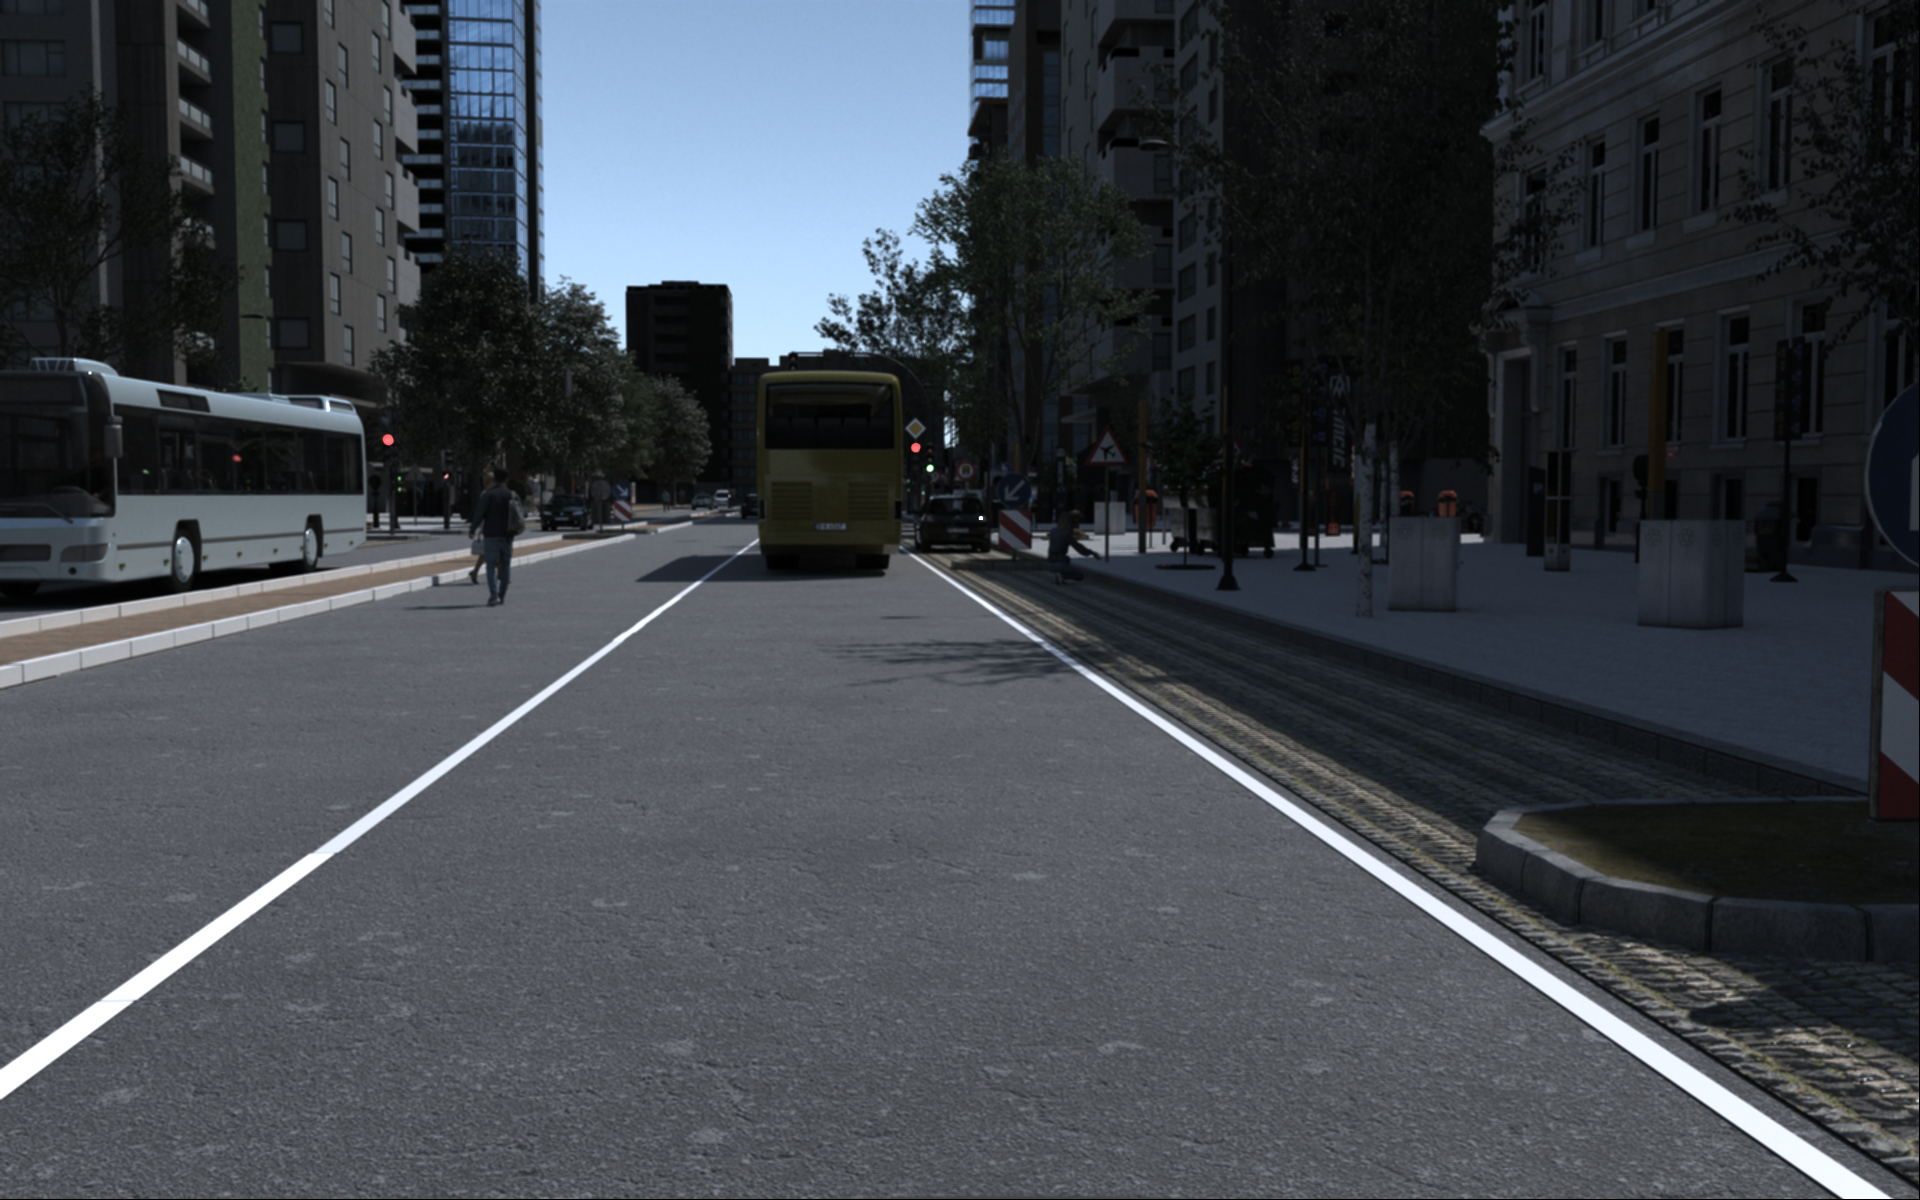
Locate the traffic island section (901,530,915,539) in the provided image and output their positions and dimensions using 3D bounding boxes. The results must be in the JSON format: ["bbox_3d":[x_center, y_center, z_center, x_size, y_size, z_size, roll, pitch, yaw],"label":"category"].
[{"bbox_3d":[-0.979,-2.059,55.953,2.009,0.180,2.903,0,4,-5],"label":"traffic island section"}]

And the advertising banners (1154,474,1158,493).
[{"bbox_3d":[10.048,-5.725,89.798,0.090,3.025,2.074,1,4,21],"label":"advertising banners"}]

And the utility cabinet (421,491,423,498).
[{"bbox_3d":[-40.435,-7.420,129.994,1.173,1.500,0.318,1,4,9],"label":"utility cabinet"}]

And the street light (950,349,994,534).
[{"bbox_3d":[0.380,-5.074,55.495,1.470,5.913,1.316,0,4,-5],"label":"street light"}]

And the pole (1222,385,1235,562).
[{"bbox_3d":[5.042,-2.367,32.539,0.158,3.312,0.155,0,3,0],"label":"pole"}]

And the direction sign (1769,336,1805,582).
[{"bbox_3d":[12.076,-2.036,25.286,0.379,3.537,0.876,0,4,2],"label":"direction sign"}]

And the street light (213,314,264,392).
[{"bbox_3d":[-18.615,-4.413,44.693,1.470,5.913,1.316,0,4,-5],"label":"street light"}]

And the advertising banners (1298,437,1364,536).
[{"bbox_3d":[11.378,-3.469,52.901,2.074,3.025,0.090,-1,4,-15],"label":"advertising banners"}]

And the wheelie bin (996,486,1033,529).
[{"bbox_3d":[1.715,-2.770,53.195,0.980,1.594,0.693,-1,4,-9],"label":"wheelie bin"}]

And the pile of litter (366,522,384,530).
[{"bbox_3d":[-21.565,-2.944,62.093,1.719,0.858,1.176,-1,4,-10],"label":"pile of litter"}]

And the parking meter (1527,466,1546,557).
[{"bbox_3d":[11.863,-1.826,35.559,0.399,1.863,0.255,1,4,14],"label":"parking meter"}]

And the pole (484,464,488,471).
[{"bbox_3d":[-29.891,-7.061,109.286,0.158,3.312,0.155,0,3,0],"label":"pole"}]

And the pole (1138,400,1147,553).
[{"bbox_3d":[3.982,-2.687,37.769,0.158,3.312,0.155,0,3,0],"label":"pole"}]

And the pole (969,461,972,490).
[{"bbox_3d":[0.670,-6.997,108.243,0.158,3.312,0.155,0,3,0],"label":"pole"}]

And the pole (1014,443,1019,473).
[{"bbox_3d":[2.229,-4.581,68.736,0.158,3.312,0.155,0,3,0],"label":"pole"}]

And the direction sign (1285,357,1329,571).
[{"bbox_3d":[5.777,-2.259,28.926,0.379,3.537,0.876,-3,5,-41],"label":"direction sign"}]

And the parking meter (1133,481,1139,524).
[{"bbox_3d":[7.644,-4.206,74.477,0.399,1.863,0.255,2,4,27],"label":"parking meter"}]

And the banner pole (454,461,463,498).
[{"bbox_3d":[-37.528,-8.530,129.488,0.863,3.779,0.401,-3,4,-38],"label":"banner pole"}]

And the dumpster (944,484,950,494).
[{"bbox_3d":[-1.251,-6.351,106.336,1.502,2.255,1.985,0,4,-5],"label":"dumpster"}]

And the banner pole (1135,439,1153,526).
[{"bbox_3d":[7.449,-4.882,69.841,0.863,3.779,0.401,3,5,43],"label":"banner pole"}]

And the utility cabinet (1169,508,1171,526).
[{"bbox_3d":[8.417,-3.626,67.959,0.318,1.500,1.173,0,4,1],"label":"utility cabinet"}]

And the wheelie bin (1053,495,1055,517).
[{"bbox_3d":[5.038,-5.539,98.471,0.693,1.594,0.980,0,4,7],"label":"wheelie bin"}]

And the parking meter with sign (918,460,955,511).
[{"bbox_3d":[-1.185,-5.673,89.008,1.738,3.016,0.543,-1,4,-10],"label":"parking meter with sign"}]

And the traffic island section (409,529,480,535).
[{"bbox_3d":[-18.553,-2.464,62.569,2.009,0.180,2.903,0,4,-5],"label":"traffic island section"}]

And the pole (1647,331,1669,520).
[{"bbox_3d":[8.793,-1.713,21.856,0.158,3.312,0.155,0,3,0],"label":"pole"}]

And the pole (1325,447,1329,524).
[{"bbox_3d":[14.885,-4.671,70.213,0.158,3.312,0.155,0,3,0],"label":"pole"}]

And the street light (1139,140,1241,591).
[{"bbox_3d":[3.049,-3.084,22.973,1.470,5.913,1.316,0,4,-5],"label":"street light"}]

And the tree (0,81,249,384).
[{"bbox_3d":[-19.418,-6.363,38.450,8.767,10.594,7.601,1,4,20],"label":"tree"}]

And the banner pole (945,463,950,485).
[{"bbox_3d":[-0.977,-9.133,139.339,0.401,3.779,0.863,2,4,33],"label":"banner pole"}]

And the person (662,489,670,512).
[{"bbox_3d":[-23.270,-7.871,137.214,0.660,1.820,0.620,1,4,13],"label":"person"}]

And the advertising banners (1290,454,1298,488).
[{"bbox_3d":[15.309,-4.842,75.357,2.074,3.025,0.090,2,4,29],"label":"advertising banners"}]

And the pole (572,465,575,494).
[{"bbox_3d":[-25.385,-7.329,113.677,0.158,3.312,0.155,0,3,0],"label":"pole"}]

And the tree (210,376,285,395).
[{"bbox_3d":[-19.886,-3.936,48.072,4.285,4.588,4.351,0,3,0],"label":"tree"}]

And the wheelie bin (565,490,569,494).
[{"bbox_3d":[-28.057,-7.015,122.605,0.980,1.594,0.693,-3,4,-39],"label":"wheelie bin"}]

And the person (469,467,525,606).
[{"bbox_3d":[-5.950,-0.828,22.383,0.623,1.781,0.721,-3,5,-44],"label":"person"}]

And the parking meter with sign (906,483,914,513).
[{"bbox_3d":[-3.215,-7.300,115.623,1.738,3.016,0.543,1,4,14],"label":"parking meter with sign"}]

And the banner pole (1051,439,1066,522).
[{"bbox_3d":[4.450,-5.469,79.430,0.863,3.779,0.401,0,4,-4],"label":"banner pole"}]

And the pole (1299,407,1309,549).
[{"bbox_3d":[8.091,-2.865,40.678,0.158,3.312,0.155,0,3,0],"label":"pole"}]

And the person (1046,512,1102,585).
[{"bbox_3d":[1.642,-0.821,27.424,0.738,1.151,1.012,-3,4,-38],"label":"person"}]

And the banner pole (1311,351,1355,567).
[{"bbox_3d":[6.493,-2.468,30.362,0.863,3.779,0.401,2,4,35],"label":"banner pole"}]

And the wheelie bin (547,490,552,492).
[{"bbox_3d":[-30.088,-7.313,127.471,0.980,1.594,0.693,1,4,16],"label":"wheelie bin"}]

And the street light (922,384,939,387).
[{"bbox_3d":[-0.902,-6.166,73.357,1.470,5.913,1.316,0,4,-5],"label":"street light"}]

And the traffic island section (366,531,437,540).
[{"bbox_3d":[-17.917,-1.977,54.610,2.009,0.180,2.903,0,4,-5],"label":"traffic island section"}]

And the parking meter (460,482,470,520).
[{"bbox_3d":[-24.803,-4.960,86.806,0.399,1.863,0.255,-3,5,-40],"label":"parking meter"}]

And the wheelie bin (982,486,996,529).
[{"bbox_3d":[1.246,-3.464,64.550,0.980,1.594,0.693,-2,4,-29],"label":"wheelie bin"}]

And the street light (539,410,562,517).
[{"bbox_3d":[-22.661,-7.547,95.930,1.470,5.913,1.316,0,4,-5],"label":"street light"}]

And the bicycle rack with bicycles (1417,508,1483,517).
[{"bbox_3d":[18.893,-3.207,65.816,2.925,0.926,2.852,1,4,19],"label":"bicycle rack with bicycles"}]

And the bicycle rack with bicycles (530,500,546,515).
[{"bbox_3d":[-25.029,-5.816,108.469,2.925,0.926,2.852,2,4,31],"label":"bicycle rack with bicycles"}]

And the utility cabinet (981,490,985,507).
[{"bbox_3d":[1.199,-4.681,85.209,0.318,1.500,1.173,3,5,42],"label":"utility cabinet"}]

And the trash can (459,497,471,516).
[{"bbox_3d":[-28.076,-5.298,98.273,0.748,1.137,0.748,0,3,0],"label":"trash can"}]

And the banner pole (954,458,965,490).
[{"bbox_3d":[0.031,-7.117,106.388,0.863,3.779,0.401,0,4,1],"label":"banner pole"}]

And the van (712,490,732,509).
[{"bbox_3d":[-23.585,-10.099,172.137,2.013,2.044,4.112,0,4,-5],"label":"van"}]

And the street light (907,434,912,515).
[{"bbox_3d":[-3.663,-8.191,106.457,1.470,5.913,1.316,0,4,-5],"label":"street light"}]

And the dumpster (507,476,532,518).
[{"bbox_3d":[-23.257,-5.382,90.491,1.502,2.255,1.985,0,4,-4],"label":"dumpster"}]

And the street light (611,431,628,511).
[{"bbox_3d":[-25.282,-9.524,128.266,1.470,5.913,1.316,0,4,-5],"label":"street light"}]

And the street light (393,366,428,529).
[{"bbox_3d":[-19.983,-5.528,62.918,1.470,5.913,1.316,0,4,-5],"label":"street light"}]

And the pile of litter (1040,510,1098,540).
[{"bbox_3d":[3.080,-2.102,48.338,1.719,0.858,1.176,3,5,42],"label":"pile of litter"}]

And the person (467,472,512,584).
[{"bbox_3d":[-7.527,-1.150,27.660,0.624,1.780,0.694,1,4,9],"label":"person"}]
